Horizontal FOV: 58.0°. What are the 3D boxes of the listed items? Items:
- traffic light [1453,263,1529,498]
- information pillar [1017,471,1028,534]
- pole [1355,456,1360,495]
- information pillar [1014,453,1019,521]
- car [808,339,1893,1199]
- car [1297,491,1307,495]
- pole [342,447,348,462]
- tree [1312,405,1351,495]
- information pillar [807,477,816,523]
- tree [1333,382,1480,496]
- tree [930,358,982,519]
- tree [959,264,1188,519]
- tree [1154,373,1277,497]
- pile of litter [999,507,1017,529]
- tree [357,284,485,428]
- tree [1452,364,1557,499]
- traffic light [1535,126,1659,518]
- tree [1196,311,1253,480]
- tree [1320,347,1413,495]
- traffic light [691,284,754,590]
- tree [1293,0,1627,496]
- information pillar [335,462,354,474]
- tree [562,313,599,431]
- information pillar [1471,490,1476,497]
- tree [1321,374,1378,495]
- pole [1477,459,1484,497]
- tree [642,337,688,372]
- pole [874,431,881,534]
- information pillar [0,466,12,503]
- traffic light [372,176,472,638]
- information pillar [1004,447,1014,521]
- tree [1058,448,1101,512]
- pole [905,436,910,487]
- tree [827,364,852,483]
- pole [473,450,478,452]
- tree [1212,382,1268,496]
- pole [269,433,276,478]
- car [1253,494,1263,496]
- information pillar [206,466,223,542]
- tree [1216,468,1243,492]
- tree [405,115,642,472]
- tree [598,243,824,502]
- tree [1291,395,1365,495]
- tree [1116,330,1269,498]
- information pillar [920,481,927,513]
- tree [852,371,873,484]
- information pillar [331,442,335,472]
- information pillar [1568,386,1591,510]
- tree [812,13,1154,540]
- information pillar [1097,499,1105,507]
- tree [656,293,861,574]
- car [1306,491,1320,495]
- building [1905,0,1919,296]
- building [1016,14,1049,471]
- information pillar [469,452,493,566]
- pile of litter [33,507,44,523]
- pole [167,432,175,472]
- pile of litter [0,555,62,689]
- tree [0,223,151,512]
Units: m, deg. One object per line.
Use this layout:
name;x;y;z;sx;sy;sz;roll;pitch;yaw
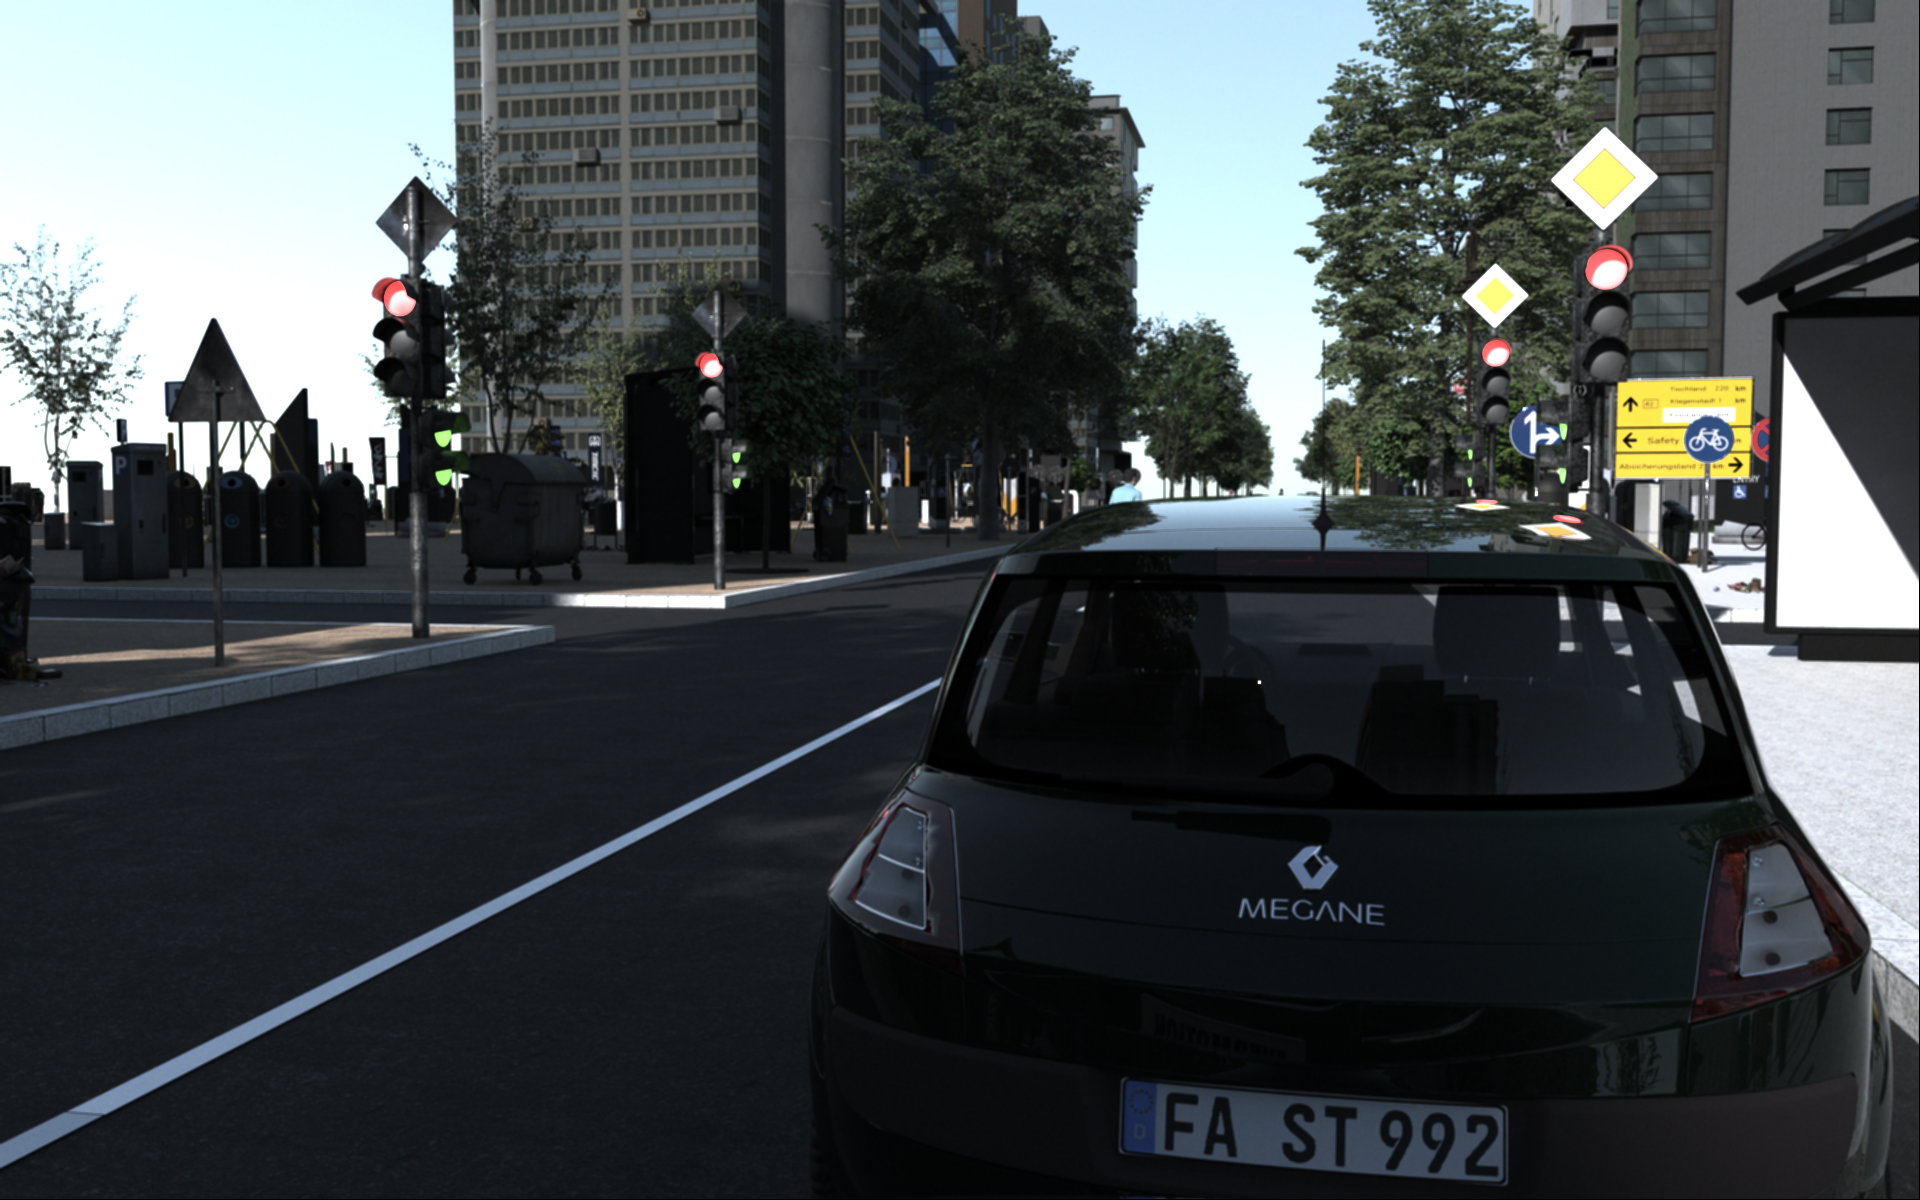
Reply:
traffic light;6.503;-1.976;21.233;0.839;4.253;0.868;1;4;11
information pillar;2.008;-3.126;55.596;0.304;2.012;0.304;0;4;7
pole;21.292;-6.050;92.759;0.158;3.312;0.155;0;3;0
information pillar;2.548;-5.503;81.330;0.504;3.616;0.183;-2;4;-24
car;0.929;0.333;4.345;2.009;1.686;4.222;1;4;13
car;43.676;-12.996;221.285;1.959;1.807;4.718;1;4;13
pole;-26.766;-4.991;75.444;0.158;3.312;0.155;0;3;0
tree;39.445;-14.851;177.223;7.601;10.594;8.767;-1;4;-21
information pillar;-6.498;-4.368;75.913;0.304;2.012;0.304;-2;4;-33
tree;12.663;-3.903;47.532;4.285;4.588;4.351;0;3;0
tree;0.053;-8.372;87.245;4.360;8.622;3.978;0;3;0
tree;4.064;-8.011;65.397;8.767;10.594;7.601;-1;4;-16
tree;21.576;-14.435;153.023;9.611;12.733;9.660;0;3;0
pile of litter;1.708;-3.092;64.525;1.176;0.858;1.719;2;4;25
tree;-18.291;-6.704;59.971;4.737;8.622;4.395;0;3;0
tree;8.259;-1.920;25.992;1.663;3.219;1.824;0;3;0
traffic light;4.918;-1.498;13.406;0.839;4.253;0.868;1;4;11
tree;16.153;-13.214;122.696;9.857;13.997;8.962;0;3;0
tree;20.640;-8.218;84.733;4.360;8.622;3.978;0;3;0
traffic light;-3.215;-2.095;23.177;0.839;4.253;0.868;1;4;11
tree;10.667;-7.303;37.524;7.486;12.596;7.792;0;3;0
information pillar;-14.140;-2.161;39.830;0.304;2.012;0.304;3;5;43
tree;-12.733;-7.031;65.318;4.737;8.622;4.395;0;3;0
information pillar;21.585;-4.983;72.823;0.183;3.616;0.504;0;4;-3
tree;23.345;-9.124;99.534;4.737;8.622;4.395;0;3;0
pole;18.746;-4.191;62.359;0.158;3.312;0.155;0;3;0
tree;-13.680;-7.925;79.936;4.360;8.622;3.978;0;3;0
pole;-2.669;-3.810;56.139;0.158;3.312;0.155;0;3;0
information pillar;-24.890;-2.481;45.061;0.304;2.012;0.304;0;4;8
traffic light;-4.800;-1.616;15.350;0.839;4.253;0.868;1;4;11
information pillar;2.209;-5.450;80.455;0.183;3.616;0.504;2;4;31
tree;5.111;-4.744;72.167;1.663;3.219;1.824;0;3;0
pole;-1.862;-4.122;61.231;0.158;3.312;0.155;0;3;0
tree;-7.662;-7.391;71.208;4.737;8.622;4.395;0;3;0
pole;-22.339;-5.269;79.984;0.158;3.312;0.155;0;3;0
tree;25.514;-15.979;171.630;12.009;13.543;11.850;0;3;0
pole;-22.981;-3.922;57.964;0.158;3.312;0.155;0;3;0
car;34.185;-11.556;198.728;2.009;1.686;4.222;1;4;12
information pillar;-19.782;-2.540;46.018;0.304;2.012;0.304;2;4;26
tree;29.778;-12.638;190.347;4.285;4.588;4.351;0;3;0
tree;-8.949;-5.120;34.075;4.360;8.622;3.978;0;3;0
tree;-7.377;-6.180;51.402;4.737;8.622;4.395;0;3;0
tree;43.515;-17.323;200.239;9.611;12.733;9.660;0;3;0
tree;13.530;-11.343;111.218;9.928;11.665;9.643;0;3;0
information pillar;-2.024;-5.634;96.602;0.304;2.012;0.304;2;4;27
tree;-6.838;-8.960;96.853;4.737;8.622;4.395;0;3;0
information pillar;-28.230;-5.301;78.024;0.183;3.616;0.504;-1;4;-10
information pillar;10.700;-2.348;29.742;0.504;3.616;0.183;1;4;13
tree;0.788;-8.646;48.011;9.857;13.997;8.962;0;3;0
information pillar;6.609;-4.695;81.250;0.304;2.012;0.304;2;4;30
tree;-3.273;-2.734;28.409;4.285;4.588;4.351;0;3;0
car;49.388;-14.350;243.300;2.281;1.827;5.304;1;4;10
building;37.513;-18.871;80.239;14.160;30.474;14.107;1;4;11
building;-0.559;-28.227;145.111;14.154;41.232;14.086;1;4;11
information pillar;-8.417;-1.591;30.508;0.304;2.012;0.304;2;4;28
pile of litter;-41.759;-3.876;77.340;1.719;0.858;1.176;-3;4;-38
pole;-26.081;-3.882;57.313;0.158;3.312;0.155;0;3;0
pile of litter;-6.886;0.123;11.948;1.176;0.858;1.719;-2;4;-32
tree;-25.027;-5.988;48.267;4.360;8.622;3.978;0;3;0
